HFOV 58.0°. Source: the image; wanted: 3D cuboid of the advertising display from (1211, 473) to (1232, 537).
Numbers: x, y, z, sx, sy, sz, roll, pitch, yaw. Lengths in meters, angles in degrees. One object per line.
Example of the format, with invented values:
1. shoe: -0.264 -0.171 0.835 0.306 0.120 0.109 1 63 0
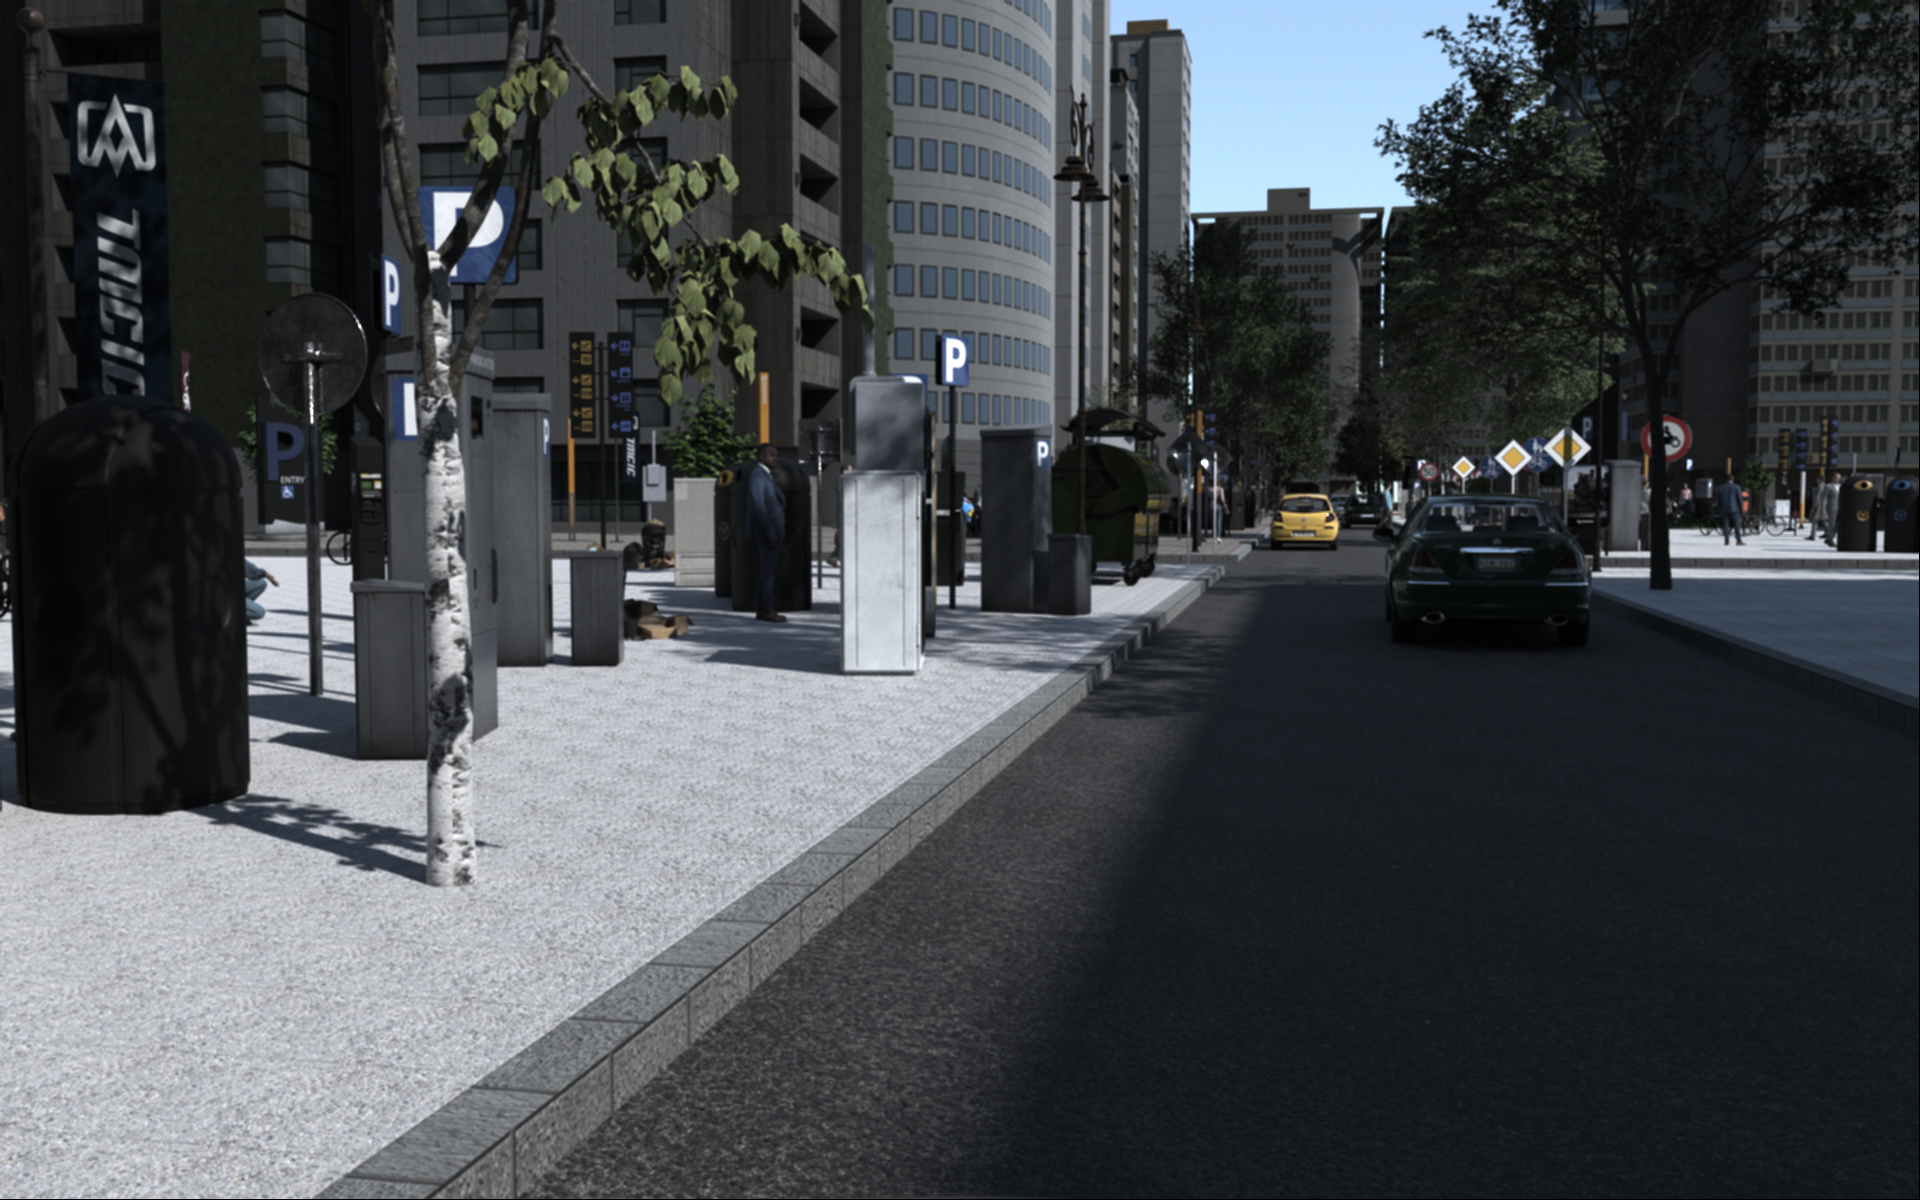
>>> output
1. advertising display: 7.912 -2.890 52.473 0.123 1.923 0.974 -2 4 -26

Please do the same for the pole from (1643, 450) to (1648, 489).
1. pole: 28.174 -4.733 71.225 0.158 3.312 0.155 0 3 0

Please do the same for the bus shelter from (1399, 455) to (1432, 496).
1. bus shelter: 28.008 -7.044 106.458 1.731 3.624 6.357 1 4 12

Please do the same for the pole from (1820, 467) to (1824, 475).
1. pole: 42.746 -5.630 85.895 0.158 3.312 0.155 0 3 0

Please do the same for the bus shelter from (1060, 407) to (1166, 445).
1. bus shelter: 3.862 -2.992 42.846 2.014 3.302 5.546 1 4 12

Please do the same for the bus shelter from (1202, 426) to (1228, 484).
1. bus shelter: 14.469 -7.420 98.951 2.179 5.291 8.768 1 4 11

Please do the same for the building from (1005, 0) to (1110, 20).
1. building: -0.852 -35.964 130.016 21.231 58.520 28.212 1 4 12

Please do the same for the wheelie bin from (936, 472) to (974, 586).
1. wheelie bin: -0.270 -1.004 24.328 0.980 1.594 0.693 0 4 8

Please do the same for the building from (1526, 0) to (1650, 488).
1. building: 61.832 -32.431 149.857 23.786 49.044 30.456 1 4 12

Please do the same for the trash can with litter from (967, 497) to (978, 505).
1. trash can with litter: 0.304 -2.806 57.272 0.624 1.170 1.055 1 4 10

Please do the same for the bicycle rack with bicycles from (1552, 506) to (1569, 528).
1. bicycle rack with bicycles: 19.246 -2.476 53.870 2.852 0.926 2.925 3 5 39

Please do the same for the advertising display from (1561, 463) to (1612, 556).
1. advertising display: 13.023 -1.886 36.043 0.974 1.923 0.123 2 4 29

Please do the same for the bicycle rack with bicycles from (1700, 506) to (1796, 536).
1. bicycle rack with bicycles: 24.282 -2.462 53.641 2.925 0.926 2.852 -1 4 -10

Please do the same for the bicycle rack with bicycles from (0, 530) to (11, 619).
1. bicycle rack with bicycles: -10.081 -0.270 17.799 2.925 0.926 2.852 2 4 25

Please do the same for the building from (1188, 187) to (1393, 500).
1. building: 41.989 -32.469 222.742 23.993 40.220 32.217 1 4 12

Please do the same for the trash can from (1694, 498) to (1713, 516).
1. trash can: 29.417 -3.481 68.575 0.748 1.137 0.748 0 3 0

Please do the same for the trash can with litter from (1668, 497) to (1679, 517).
1. trash can with litter: 27.582 -3.453 67.844 1.055 1.170 0.624 2 4 35

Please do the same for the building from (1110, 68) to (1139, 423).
1. building: 10.175 -29.758 170.130 14.086 41.232 14.154 1 4 12

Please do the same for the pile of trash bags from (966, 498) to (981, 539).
1. pile of trash bags: 1.486 -2.485 50.376 3.447 1.369 1.912 1 4 10

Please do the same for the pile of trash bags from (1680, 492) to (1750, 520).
1. pile of trash bags: 31.734 -3.845 72.614 1.912 1.369 3.447 -1 4 -18

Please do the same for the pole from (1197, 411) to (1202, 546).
1. pole: 5.849 -2.973 42.444 0.158 3.312 0.155 0 3 0

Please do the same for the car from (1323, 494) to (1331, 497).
1. car: 36.133 -9.892 171.518 2.009 1.686 4.222 1 4 13

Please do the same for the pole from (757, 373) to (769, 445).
1. pole: -3.316 -2.163 29.210 0.158 3.312 0.155 0 3 0

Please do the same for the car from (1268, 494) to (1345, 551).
1. car: 9.066 -2.154 45.443 2.015 1.641 3.980 1 4 12

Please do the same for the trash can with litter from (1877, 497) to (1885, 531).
1. trash can with litter: 31.780 -2.986 60.201 0.624 1.170 1.055 0 4 1

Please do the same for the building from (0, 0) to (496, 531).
1. building: -28.031 -18.045 66.743 14.107 30.474 14.160 1 4 12

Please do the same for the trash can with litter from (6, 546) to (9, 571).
1. trash can with litter: -16.326 -1.119 29.358 2.233 1.210 1.678 0 4 -4

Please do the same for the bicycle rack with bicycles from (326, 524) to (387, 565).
1. bicycle rack with bicycles: -10.392 -1.172 32.541 2.925 0.926 2.852 -1 4 -22

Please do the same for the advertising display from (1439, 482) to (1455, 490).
1. advertising display: 25.096 -5.160 89.576 0.974 1.923 0.123 2 4 35

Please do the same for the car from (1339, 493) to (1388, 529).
1. car: 16.837 -3.815 72.163 2.009 1.686 4.222 1 4 10

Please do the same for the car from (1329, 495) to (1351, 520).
1. car: 18.398 -4.356 83.228 2.014 1.417 4.499 1 4 12

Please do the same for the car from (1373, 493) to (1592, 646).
1. car: 5.371 -0.376 17.938 2.131 1.459 4.920 1 4 13

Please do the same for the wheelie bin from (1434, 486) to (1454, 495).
1. wheelie bin: 18.805 -3.635 67.345 0.980 1.594 0.693 -3 5 -42

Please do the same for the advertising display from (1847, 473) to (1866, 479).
1. advertising display: 26.983 -2.873 52.188 0.974 1.923 0.123 -3 4 -38

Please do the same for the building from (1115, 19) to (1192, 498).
1. building: 14.991 -41.549 221.330 28.212 58.520 21.231 1 4 12

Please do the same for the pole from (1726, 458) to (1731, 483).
1. pole: 43.512 -6.379 98.144 0.158 3.312 0.155 0 3 0

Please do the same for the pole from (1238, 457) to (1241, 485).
1. pole: 15.523 -6.255 96.120 0.158 3.312 0.155 0 3 0

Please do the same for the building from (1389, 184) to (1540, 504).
1. building: 65.505 -32.178 217.994 23.993 40.220 32.217 1 4 12

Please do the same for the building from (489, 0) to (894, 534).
1. building: -10.825 -17.732 61.618 14.160 30.474 14.107 1 4 12

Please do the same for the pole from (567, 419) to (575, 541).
1. pole: -10.526 -3.245 46.894 0.158 3.312 0.155 0 3 0

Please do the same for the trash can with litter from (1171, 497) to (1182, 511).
1. trash can with litter: 8.302 -3.444 67.689 0.624 1.170 1.055 0 4 -8

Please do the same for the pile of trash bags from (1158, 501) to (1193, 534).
1. pile of trash bags: 6.097 -3.066 59.873 1.912 1.369 3.447 -2 4 -35

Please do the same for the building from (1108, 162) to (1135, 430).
1. building: 7.544 -23.225 151.426 14.160 30.474 14.107 1 4 12

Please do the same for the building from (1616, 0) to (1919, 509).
1. building: 60.857 -26.343 122.589 32.217 40.220 23.993 1 4 12

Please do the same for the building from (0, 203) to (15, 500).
1. building: -54.265 -27.516 73.585 21.600 48.544 21.300 1 4 12
